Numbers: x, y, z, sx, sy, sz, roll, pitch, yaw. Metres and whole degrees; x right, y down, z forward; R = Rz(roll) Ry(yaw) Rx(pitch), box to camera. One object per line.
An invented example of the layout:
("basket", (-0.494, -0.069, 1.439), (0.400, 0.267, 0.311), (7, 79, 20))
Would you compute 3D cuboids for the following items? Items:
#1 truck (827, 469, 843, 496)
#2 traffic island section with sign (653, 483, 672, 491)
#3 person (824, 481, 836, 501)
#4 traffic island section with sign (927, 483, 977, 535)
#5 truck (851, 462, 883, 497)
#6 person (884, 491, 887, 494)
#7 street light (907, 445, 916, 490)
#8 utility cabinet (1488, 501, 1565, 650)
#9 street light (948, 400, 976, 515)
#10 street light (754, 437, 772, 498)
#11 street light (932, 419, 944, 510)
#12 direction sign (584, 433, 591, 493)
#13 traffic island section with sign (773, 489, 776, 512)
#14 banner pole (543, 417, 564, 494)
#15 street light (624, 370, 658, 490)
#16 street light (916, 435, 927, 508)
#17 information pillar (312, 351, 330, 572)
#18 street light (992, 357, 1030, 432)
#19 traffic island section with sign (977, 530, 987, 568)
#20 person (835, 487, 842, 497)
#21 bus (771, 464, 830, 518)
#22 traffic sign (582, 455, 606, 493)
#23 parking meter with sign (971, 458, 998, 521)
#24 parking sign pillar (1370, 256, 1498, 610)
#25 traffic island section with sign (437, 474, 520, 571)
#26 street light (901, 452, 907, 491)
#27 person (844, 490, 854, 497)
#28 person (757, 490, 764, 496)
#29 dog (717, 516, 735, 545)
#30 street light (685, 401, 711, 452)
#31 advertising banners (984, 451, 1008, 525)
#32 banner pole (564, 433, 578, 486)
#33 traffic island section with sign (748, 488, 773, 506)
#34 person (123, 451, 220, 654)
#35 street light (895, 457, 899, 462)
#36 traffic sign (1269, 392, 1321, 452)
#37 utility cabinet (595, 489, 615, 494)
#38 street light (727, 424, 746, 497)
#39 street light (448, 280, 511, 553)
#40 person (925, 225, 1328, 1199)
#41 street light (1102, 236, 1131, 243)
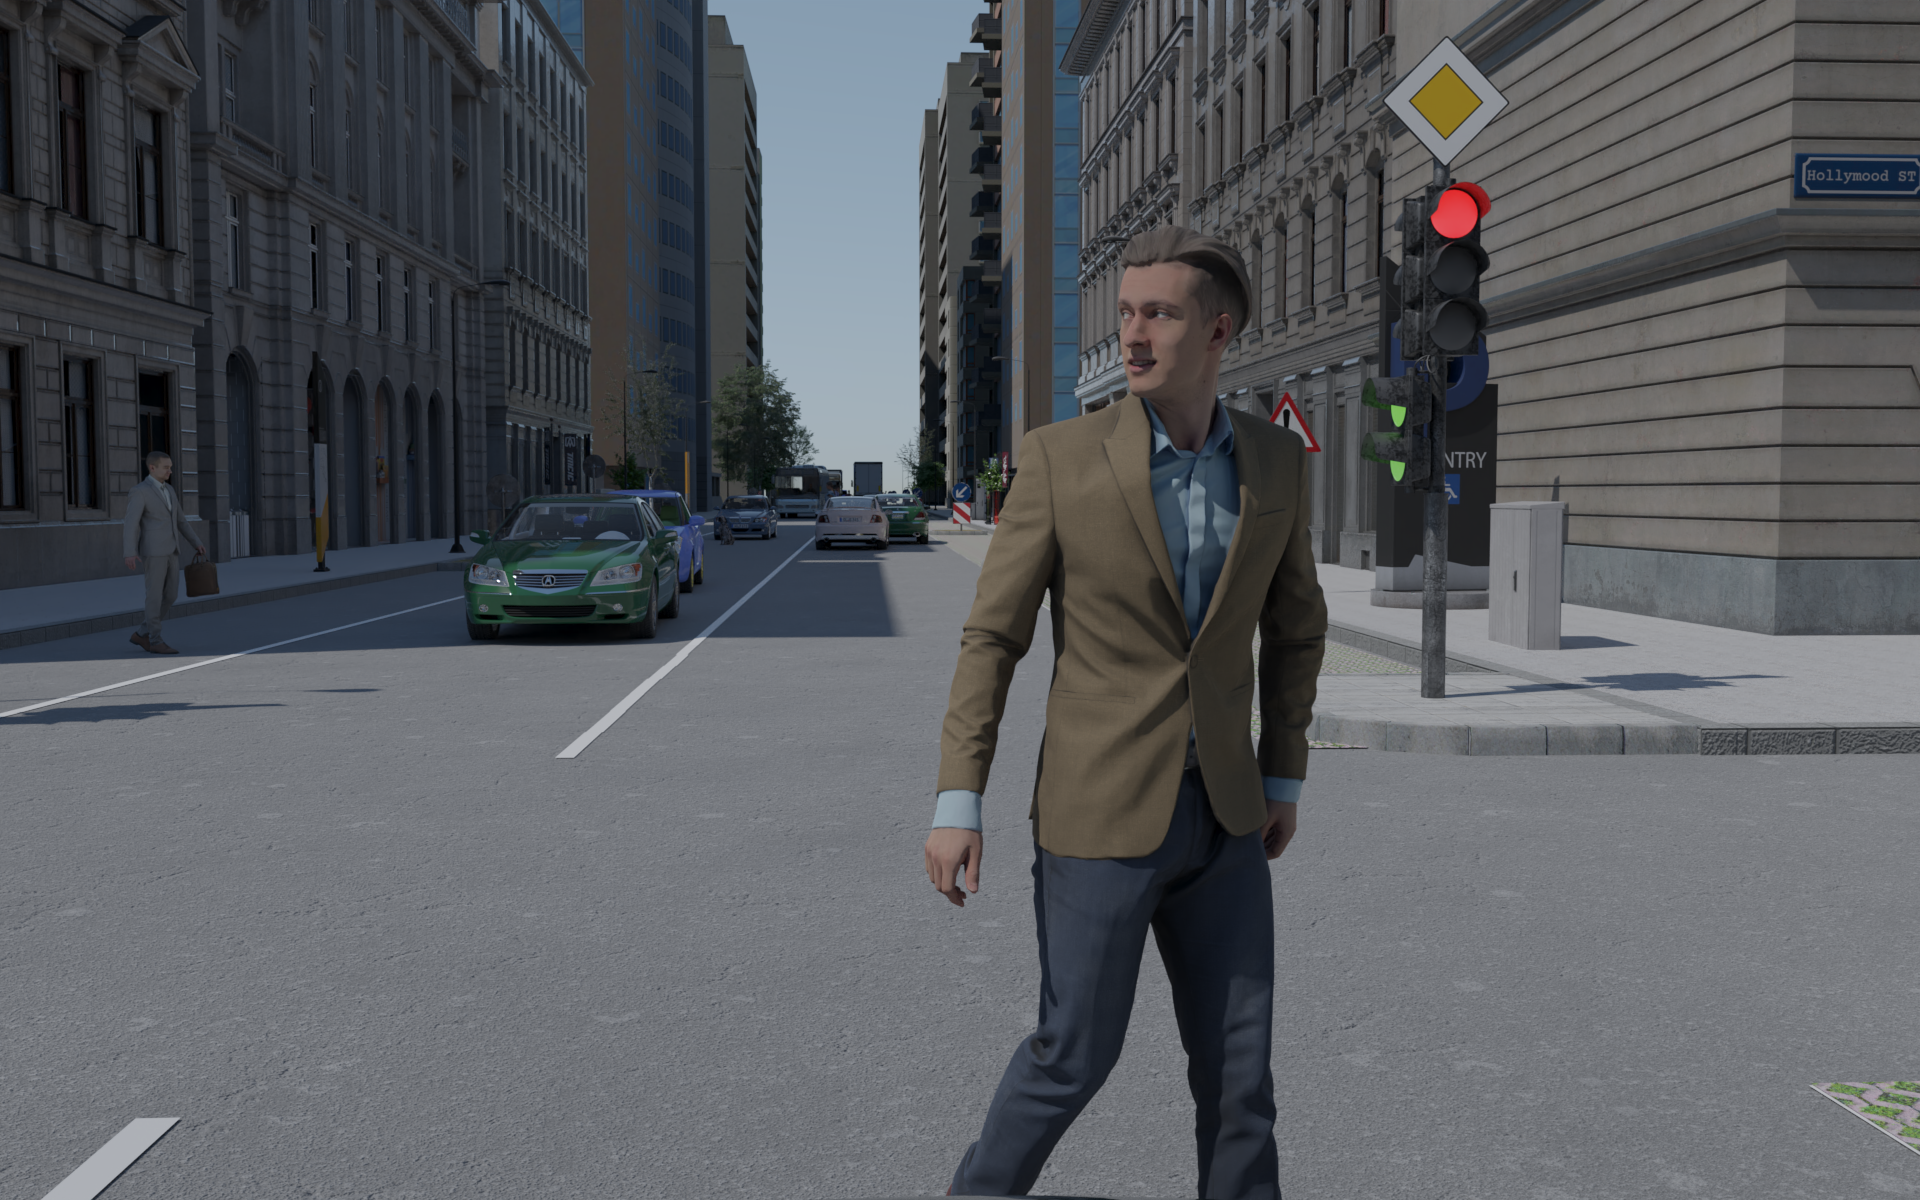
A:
("truck", (-14.758, -12.821, 198.544), (2.839, 4.237, 11.283), (0, 4, -3))
("traffic island section with sign", (-10.302, -3.147, 60.081), (1.989, 1.847, 2.006), (0, 4, -3))
("person", (-3.881, -2.678, 52.386), (0.778, 1.811, 0.616), (1, 4, 20))
("traffic island section with sign", (-0.097, -3.184, 60.688), (1.989, 1.847, 2.006), (0, 4, -3))
("truck", (-8.272, -10.142, 154.731), (2.839, 4.237, 11.283), (0, 4, -4))
("person", (-8.999, -12.461, 212.108), (0.599, 1.838, 0.709), (1, 4, 21))
("street light", (-4.018, -11.610, 162.361), (1.470, 5.913, 1.316), (0, 4, -3))
("utility cabinet", (4.786, -0.217, 14.702), (0.306, 1.237, 1.020), (0, 4, -1))
("street light", (0.198, -6.935, 85.920), (1.470, 5.913, 1.316), (0, 4, -3))
("street light", (-16.307, -10.373, 142.139), (1.470, 5.913, 1.316), (0, 4, -3))
("street light", (-0.959, -8.254, 107.501), (1.470, 5.913, 1.316), (0, 4, -3))
("direction sign", (-13.973, -4.464, 64.979), (0.379, 3.537, 0.876), (-2, 4, -26))
("traffic island section with sign", (-14.600, -7.862, 137.167), (1.989, 1.847, 2.006), (0, 4, -3))
("banner pole", (-13.466, -4.086, 56.817), (0.401, 3.779, 0.863), (-3, 4, -37))
("street light", (-11.986, -5.645, 64.832), (1.470, 5.913, 1.316), (0, 4, -3))
("street light", (-2.455, -9.949, 135.206), (1.470, 5.913, 1.316), (0, 4, -3))
("information pillar", (-10.574, -2.281, 28.642), (0.183, 3.616, 0.504), (0, 4, -6))
("street light", (1.789, -5.274, 58.766), (1.470, 5.913, 1.316), (0, 4, -3))
("traffic island section with sign", (1.427, -1.513, 33.361), (1.989, 1.847, 2.006), (0, 4, -3))
("person", (-6.860, -5.461, 97.650), (0.599, 1.838, 0.709), (2, 4, 31))
("bus", (-9.566, -6.784, 105.776), (2.948, 3.499, 13.247), (0, 4, -2))
("traffic sign", (-11.770, -3.402, 55.731), (0.768, 2.556, 0.104), (0, 4, 3))
("parking meter with sign", (1.140, -5.374, 84.132), (0.543, 3.016, 1.738), (-2, 4, -33))
("parking sign pillar", (5.454, -1.915, 19.782), (1.447, 3.967, 1.447), (-1, 4, -14))
("traffic island section with sign", (-8.790, -1.501, 33.168), (1.989, 1.847, 2.006), (0, 4, -3))
("street light", (-5.566, -13.332, 190.517), (1.470, 5.913, 1.316), (0, 4, -3))
("person", (-8.190, -7.238, 127.557), (1.217, 1.743, 0.721), (-1, 4, -10))
("person", (-10.333, -4.880, 89.762), (0.593, 1.643, 0.415), (2, 4, 24))
("dog", (-6.609, -1.952, 48.760), (0.513, 0.831, 0.800), (0, 4, -6))
("street light", (-13.113, -6.968, 86.468), (1.470, 5.913, 1.316), (0, 4, -3))
("advertising banners", (1.517, -4.624, 71.792), (0.090, 3.025, 2.074), (-2, 4, -26))
("banner pole", (-14.255, -4.447, 62.731), (0.863, 3.779, 0.401), (-2, 4, -28))
("traffic island section with sign", (-13.052, -6.175, 109.583), (1.989, 1.847, 2.006), (0, 4, -3))
("person", (-7.163, -0.424, 15.550), (0.853, 1.813, 0.709), (1, 4, 10))
("street light", (-7.066, -15.002, 217.815), (1.470, 5.913, 1.316), (0, 4, -3))
("traffic sign", (4.159, -1.354, 22.141), (0.884, 2.594, 0.081), (0, 4, 3))
("utility cabinet", (-14.731, -3.868, 71.919), (0.318, 1.500, 1.173), (1, 4, 18))
("street light", (-14.854, -8.701, 114.801), (1.470, 5.913, 1.316), (0, 4, -3))
("street light", (-10.440, -3.984, 37.675), (1.470, 5.913, 1.316), (0, 4, -3))
("person", (0.266, 0.344, 2.781), (0.836, 1.842, 0.656), (3, 5, 41))
("street light", (3.244, -3.597, 31.353), (1.470, 5.913, 1.316), (0, 4, -3))
